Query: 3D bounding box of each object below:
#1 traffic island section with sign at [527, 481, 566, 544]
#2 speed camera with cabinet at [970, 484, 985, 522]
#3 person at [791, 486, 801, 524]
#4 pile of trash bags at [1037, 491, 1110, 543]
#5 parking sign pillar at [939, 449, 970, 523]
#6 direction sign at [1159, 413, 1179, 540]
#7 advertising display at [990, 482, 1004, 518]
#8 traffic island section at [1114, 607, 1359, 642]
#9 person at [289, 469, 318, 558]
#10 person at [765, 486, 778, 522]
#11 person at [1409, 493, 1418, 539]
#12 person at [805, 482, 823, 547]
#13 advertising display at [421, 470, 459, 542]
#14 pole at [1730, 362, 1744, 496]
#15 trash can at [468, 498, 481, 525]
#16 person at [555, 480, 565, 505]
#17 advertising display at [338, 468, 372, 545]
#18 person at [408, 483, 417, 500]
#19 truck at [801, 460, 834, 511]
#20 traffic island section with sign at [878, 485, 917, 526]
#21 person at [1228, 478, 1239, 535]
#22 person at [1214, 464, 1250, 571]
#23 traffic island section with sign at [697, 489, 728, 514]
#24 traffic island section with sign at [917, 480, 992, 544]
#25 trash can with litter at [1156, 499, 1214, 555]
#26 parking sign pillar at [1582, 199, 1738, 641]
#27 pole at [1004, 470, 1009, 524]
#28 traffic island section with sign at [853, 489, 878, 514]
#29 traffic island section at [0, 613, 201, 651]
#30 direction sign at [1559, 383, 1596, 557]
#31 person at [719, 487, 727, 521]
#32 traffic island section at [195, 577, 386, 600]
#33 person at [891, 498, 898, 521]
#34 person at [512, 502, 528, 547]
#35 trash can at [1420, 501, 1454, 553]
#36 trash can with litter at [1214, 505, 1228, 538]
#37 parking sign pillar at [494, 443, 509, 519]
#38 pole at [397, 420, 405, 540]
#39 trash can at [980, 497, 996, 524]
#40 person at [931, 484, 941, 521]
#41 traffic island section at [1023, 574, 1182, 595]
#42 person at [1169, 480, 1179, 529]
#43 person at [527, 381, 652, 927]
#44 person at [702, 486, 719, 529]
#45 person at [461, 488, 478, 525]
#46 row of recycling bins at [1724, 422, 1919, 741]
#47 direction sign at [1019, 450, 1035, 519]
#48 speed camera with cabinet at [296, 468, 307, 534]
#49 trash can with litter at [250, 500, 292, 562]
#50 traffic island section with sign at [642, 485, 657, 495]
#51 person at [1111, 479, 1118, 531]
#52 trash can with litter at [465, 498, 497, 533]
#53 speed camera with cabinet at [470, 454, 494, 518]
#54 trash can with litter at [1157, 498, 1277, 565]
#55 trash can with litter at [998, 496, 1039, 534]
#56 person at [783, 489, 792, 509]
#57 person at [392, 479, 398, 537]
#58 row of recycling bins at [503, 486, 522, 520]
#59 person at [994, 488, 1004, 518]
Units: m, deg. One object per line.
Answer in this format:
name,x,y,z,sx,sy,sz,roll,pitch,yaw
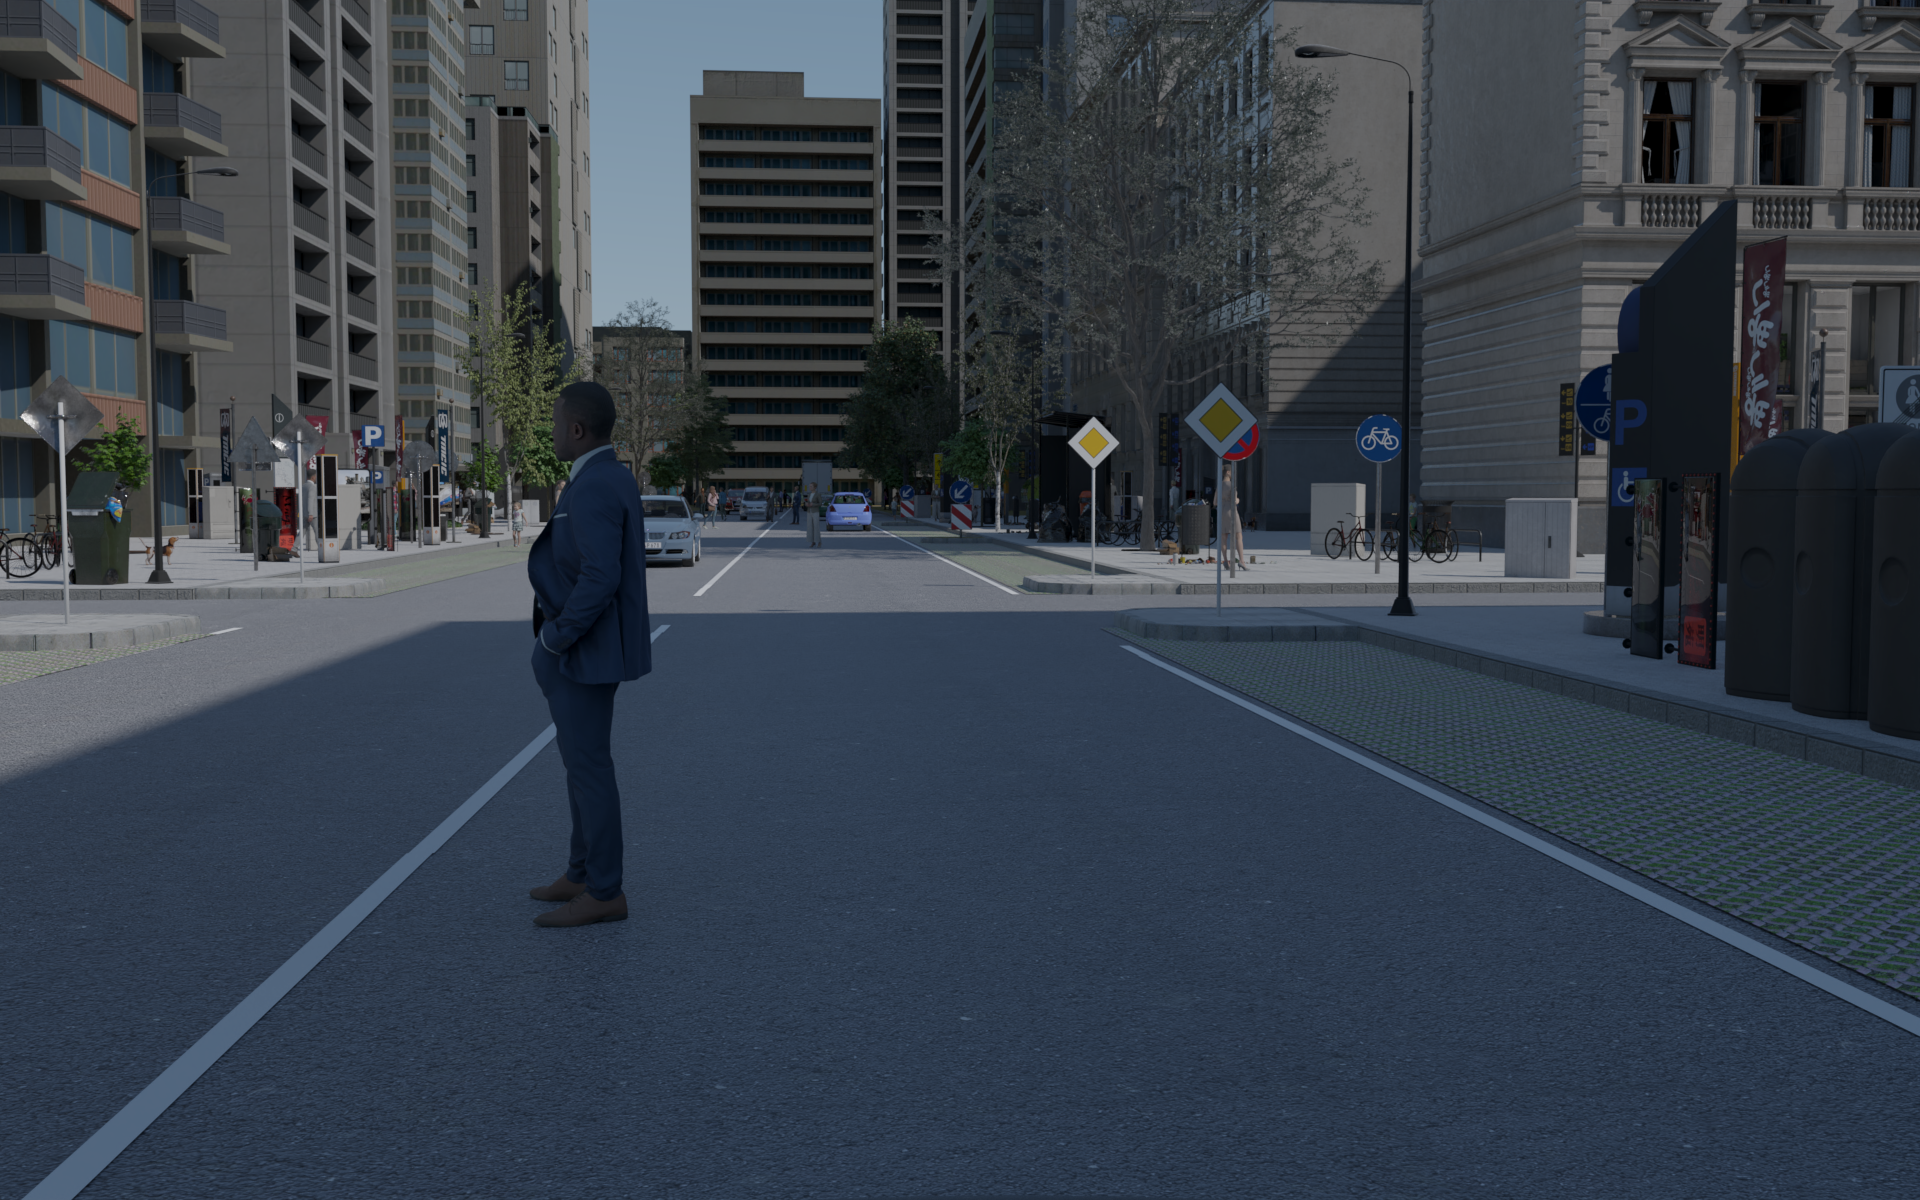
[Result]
traffic island section with sign,-11.482,-2.564,50.541,1.989,1.847,2.006,0,4,-5
speed camera with cabinet,0.516,-5.235,79.934,0.660,3.252,2.038,-1,4,-21
person,-7.722,-4.467,81.720,0.419,1.800,0.721,-2,4,-34
pile of trash bags,3.202,-2.281,47.041,1.912,1.369,3.447,1,4,13
parking sign pillar,-0.220,-5.455,77.654,1.447,3.967,1.447,-2,4,-24
direction sign,5.838,-3.455,48.485,0.379,3.537,0.876,3,5,44
advertising display,2.068,-5.322,92.231,0.974,1.923,0.123,-1,4,-14
traffic island section,2.750,0.254,18.121,2.009,0.180,2.903,0,4,-5
person,-13.096,-1.746,34.859,0.678,1.792,0.850,3,5,44
person,-9.621,-4.885,88.328,0.622,1.834,0.822,-1,4,-10
person,12.906,-2.385,49.282,0.590,1.304,0.306,-3,5,-43
person,-3.965,-2.297,46.600,0.519,1.759,0.362,3,4,37
advertising display,-14.069,-2.537,46.697,0.974,1.923,0.123,-3,5,-42
pole,12.088,-2.025,26.960,0.158,3.312,0.155,0,3,0
trash can,-17.121,-3.061,61.703,0.748,1.137,0.748,0,3,0
person,-9.619,-2.024,41.927,0.374,1.781,0.599,-1,4,-9
advertising display,-15.223,-2.333,43.359,0.123,1.923,0.974,3,5,45
person,-23.023,-4.023,72.402,0.643,1.750,0.593,1,4,19
truck,-12.131,-9.697,147.455,2.839,4.237,11.283,0,4,-5
traffic island section with sign,-2.521,-4.218,77.591,1.989,1.847,2.006,0,4,-5
person,8.357,-2.936,54.068,0.660,1.820,0.620,-2,4,-35
person,4.583,-1.396,29.202,0.374,1.781,0.599,-3,4,-37
traffic island section with sign,-18.263,-7.239,126.978,1.989,1.847,2.006,0,4,-5
traffic island section with sign,-0.141,-2.576,50.741,1.989,1.847,2.006,0,4,-5
trash can with litter,4.697,-1.542,36.600,1.055,1.170,0.624,-2,4,-35
parking sign pillar,6.459,-1.666,15.716,1.447,3.967,1.447,-3,4,-36
pole,1.971,-4.901,73.978,0.158,3.312,0.155,0,3,0
traffic island section with sign,-6.943,-7.266,127.434,1.989,1.847,2.006,0,4,-5
traffic island section,-8.846,0.317,17.102,2.009,0.180,2.903,0,4,-5
direction sign,12.528,-2.641,35.176,0.379,3.537,0.876,-2,4,-33
person,-12.523,-5.055,91.492,0.444,1.785,0.601,3,5,45
traffic island section,-9.551,-0.170,25.056,2.009,0.180,2.903,0,4,-5
person,-3.465,-4.781,91.356,0.352,1.250,0.332,-2,4,-32
person,-11.777,-2.010,46.381,0.505,1.210,0.382,1,4,16
trash can,10.337,-1.584,37.556,0.748,1.137,0.748,0,3,0
trash can with litter,7.408,-2.405,50.707,0.624,1.170,1.055,-3,5,-40
parking sign pillar,-24.145,-6.243,90.540,1.447,3.967,1.447,2,4,26
pole,-15.479,-3.311,47.985,0.158,3.312,0.155,0,3,0
trash can,1.237,-3.775,73.375,0.748,1.137,0.748,0,3,0
person,-1.106,-4.592,81.665,0.519,1.759,0.362,0,4,-7
traffic island section,2.045,-0.232,26.075,2.009,0.180,2.903,0,4,-5
person,7.972,-3.547,64.257,0.478,1.798,0.641,-2,4,-24
person,-1.248,0.175,5.829,0.419,1.800,0.721,-1,4,-14
person,-10.266,-3.801,71.242,0.643,1.750,0.593,1,4,12
person,-20.393,-4.053,72.279,0.822,1.834,0.622,1,4,19
row of recycling bins,5.383,-0.152,9.597,1.069,1.692,3.534,0,4,-4
direction sign,3.408,-5.882,88.170,0.876,3.537,0.379,1,4,17
speed camera with cabinet,-21.539,-3.828,56.917,0.660,3.252,2.038,1,4,17
trash can with litter,-13.082,-1.325,33.049,1.055,1.170,0.624,3,5,41
traffic island section with sign,-13.907,-4.234,77.849,1.989,1.847,2.006,0,4,-5
person,5.103,-3.306,59.461,0.474,1.900,0.648,2,4,28
trash can with litter,-15.827,-2.799,57.149,0.624,1.170,1.055,1,4,21
speed camera with cabinet,-23.588,-5.560,85.234,0.660,3.252,2.038,-3,4,-37
trash can with litter,4.737,-1.273,31.870,2.233,1.210,1.678,0,4,5
trash can with litter,2.101,-2.797,56.794,2.233,1.210,1.678,-2,4,-30
person,-16.368,-9.421,162.162,1.348,1.869,0.705,-2,4,-30
person,-16.817,-2.721,51.363,0.643,1.720,0.563,-1,4,-20
row of recycling bins,-22.286,-4.923,87.601,1.069,1.692,3.534,0,4,-1
person,2.093,-5.099,89.682,0.573,1.790,0.520,1,4,19
